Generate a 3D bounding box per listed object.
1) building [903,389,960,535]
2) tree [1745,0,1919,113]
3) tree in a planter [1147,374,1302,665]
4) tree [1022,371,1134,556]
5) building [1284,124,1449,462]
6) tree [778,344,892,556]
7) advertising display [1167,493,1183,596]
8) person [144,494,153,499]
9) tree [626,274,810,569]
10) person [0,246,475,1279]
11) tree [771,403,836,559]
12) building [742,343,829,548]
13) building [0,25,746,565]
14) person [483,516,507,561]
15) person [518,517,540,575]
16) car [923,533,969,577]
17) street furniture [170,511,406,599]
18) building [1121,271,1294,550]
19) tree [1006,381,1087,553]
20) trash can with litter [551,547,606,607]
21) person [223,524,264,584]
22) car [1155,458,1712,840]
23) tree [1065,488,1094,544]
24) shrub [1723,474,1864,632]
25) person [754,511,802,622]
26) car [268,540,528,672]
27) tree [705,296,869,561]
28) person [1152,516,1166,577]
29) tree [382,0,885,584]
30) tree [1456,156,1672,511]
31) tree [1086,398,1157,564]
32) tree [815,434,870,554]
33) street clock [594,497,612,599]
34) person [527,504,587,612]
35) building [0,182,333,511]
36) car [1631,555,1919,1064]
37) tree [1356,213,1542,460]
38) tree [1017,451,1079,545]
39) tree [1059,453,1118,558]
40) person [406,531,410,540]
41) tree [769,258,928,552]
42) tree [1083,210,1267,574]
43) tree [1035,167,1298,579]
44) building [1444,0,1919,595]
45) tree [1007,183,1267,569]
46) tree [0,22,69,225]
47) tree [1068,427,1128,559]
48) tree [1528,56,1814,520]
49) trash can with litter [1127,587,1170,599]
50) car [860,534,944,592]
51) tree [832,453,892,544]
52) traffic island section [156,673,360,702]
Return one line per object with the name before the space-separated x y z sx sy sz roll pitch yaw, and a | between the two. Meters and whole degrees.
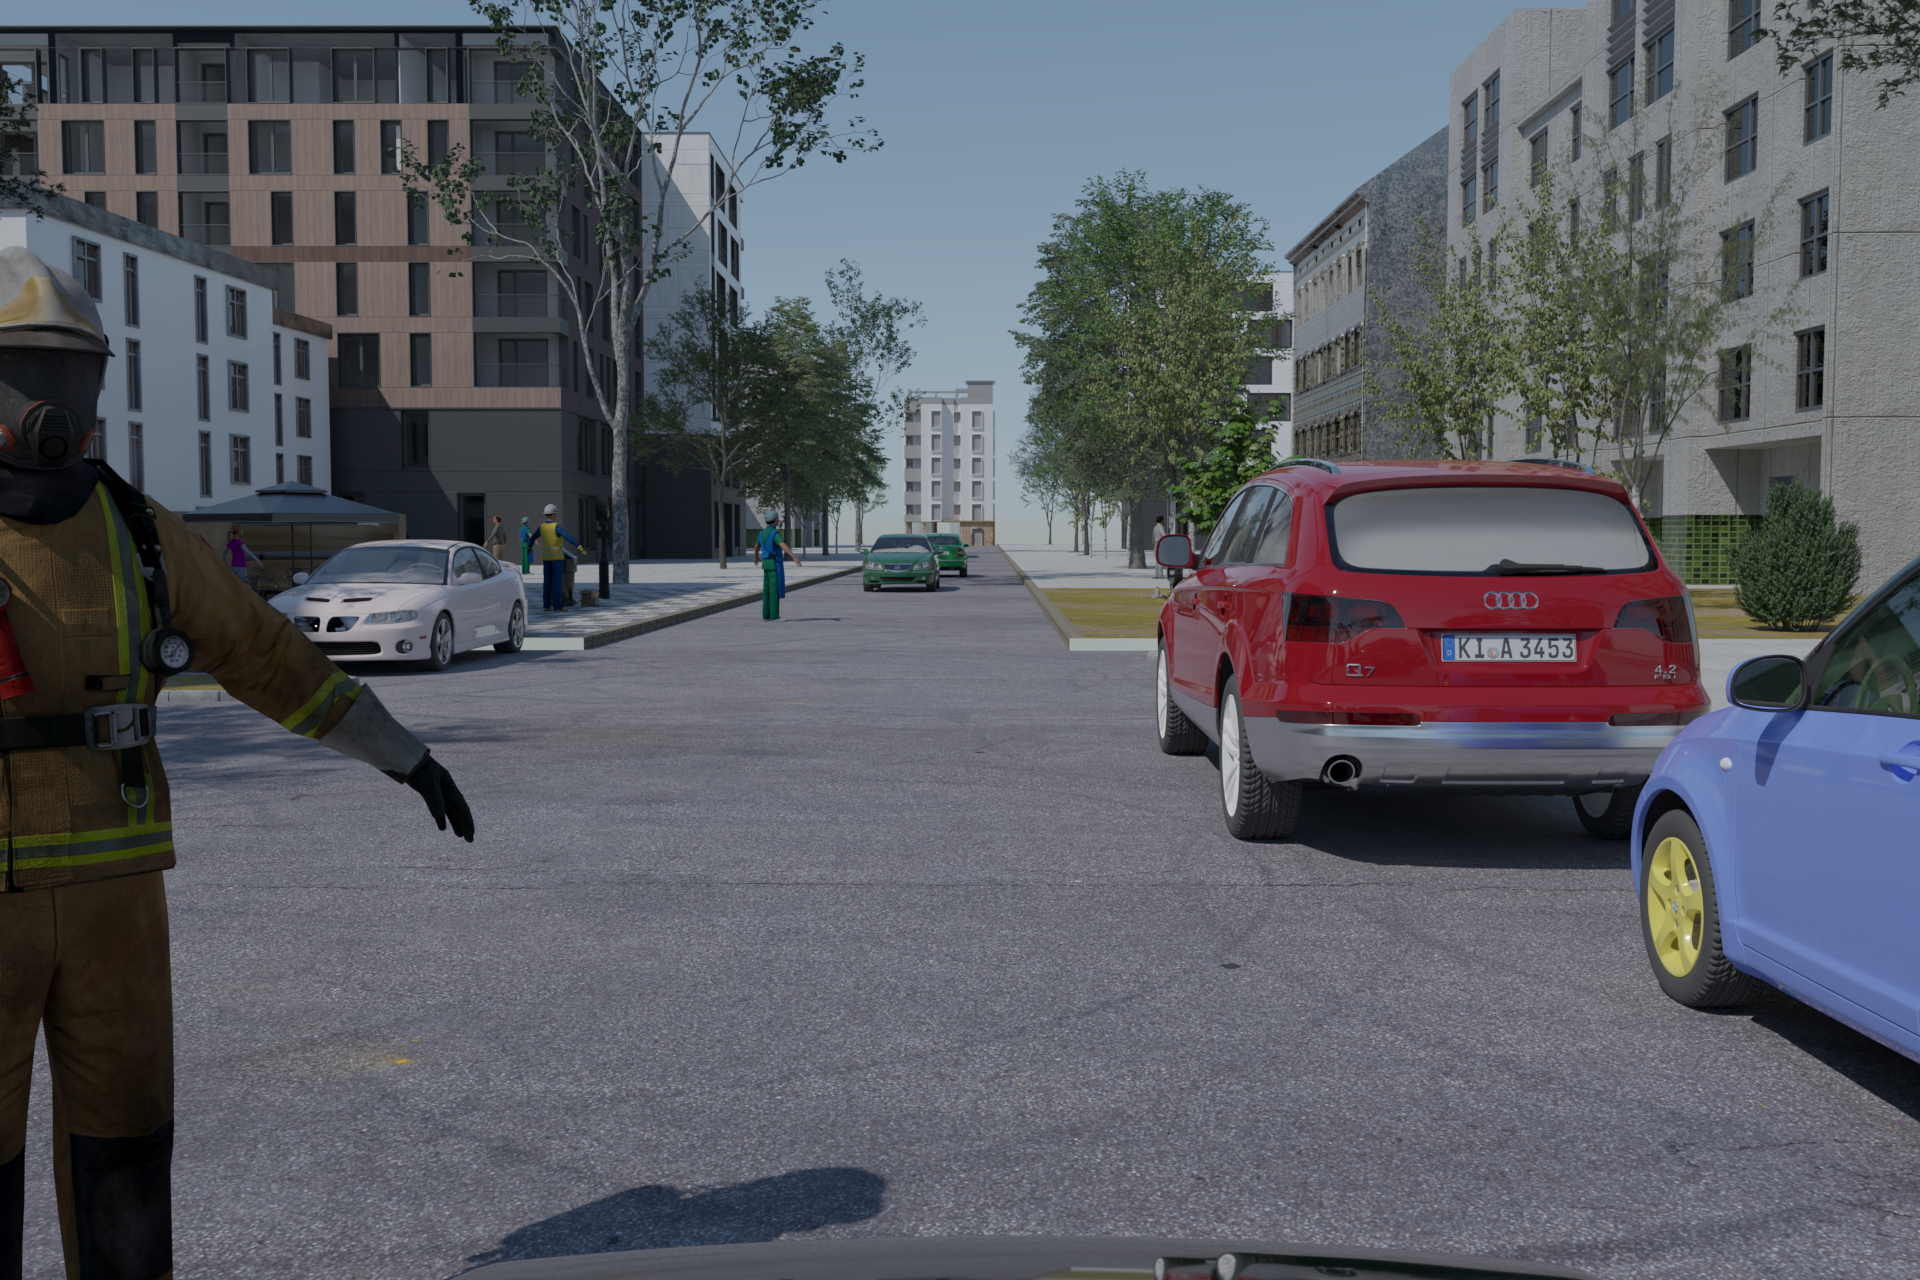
building | -6.759 -21.945 217.674 11.380 20.090 16.016 0 4 5
tree | 8.924 -4.657 10.560 7.601 10.594 8.767 -2 4 -25
tree in a planter | 3.134 -1.356 19.389 1.991 3.239 1.994 0 3 0
tree | 7.579 -10.893 103.862 9.928 11.665 9.643 0 3 0
building | 27.226 -15.546 85.112 19.493 23.208 18.063 0 4 1
tree | -7.929 -11.289 102.705 7.486 12.596 7.792 0 3 0
advertising display | 3.147 -1.231 25.334 0.123 1.923 0.974 0 4 1
person | -11.417 -1.127 24.279 0.705 1.847 1.347 0 4 7
tree | -8.979 -7.873 63.142 7.601 10.594 8.767 -3 4 -38
person | -1.390 0.343 2.612 0.705 1.858 1.354 3 5 44
tree | -8.185 -8.561 90.340 4.737 8.622 4.395 0 3 0
building | -23.161 -18.756 173.118 16.747 18.905 31.486 0 4 2
building | -26.667 -14.819 86.271 27.936 21.610 32.646 0 3 0
person | -13.117 -2.618 49.080 0.705 1.796 1.348 1 4 10
person | -13.609 -2.957 54.470 0.704 1.817 1.347 -3 4 -39
car | -0.647 -3.062 58.862 1.959 1.807 4.718 0 4 0
street furniture | -15.685 -1.887 37.702 11.010 1.723 9.812 -1 4 -13
building | 27.899 -18.784 151.087 27.936 21.610 32.646 0 4 1
tree | 8.249 -12.865 120.719 12.009 13.543 11.850 0 3 0
trash can with litter | -6.832 -1.183 30.721 1.055 1.170 0.624 0 4 2
person | -10.959 -1.050 26.436 0.991 1.433 0.599 2 4 34
car | 2.293 -0.060 9.654 2.281 1.827 5.304 0 4 1
tree | 15.284 -16.394 218.396 4.737 8.622 4.395 0 3 0
shrub | 11.028 -1.155 22.923 1.661 2.075 1.752 0 3 0
person | -3.046 -1.209 28.346 0.704 1.817 1.347 -3 4 -38
car | -6.276 -0.441 19.580 2.083 1.381 4.827 0 4 1
tree | -8.192 -10.055 82.528 7.486 12.596 7.792 0 3 0
person | 5.779 -2.666 49.781 0.705 1.806 1.347 -1 4 -16
tree | -8.337 -11.575 45.148 12.611 20.169 13.585 0 3 0
tree | 11.839 -5.100 33.746 4.737 8.622 4.395 0 3 0
tree | 7.134 -7.505 73.064 4.737 8.622 4.395 0 3 0
tree | -8.047 -9.848 111.385 4.360 8.622 3.978 0 3 0
street clock | -7.019 -1.807 34.109 0.358 2.002 0.471 0 4 0
person | -6.700 -1.359 28.691 1.216 1.772 0.721 2 4 26
building | -26.336 -6.941 55.633 9.099 9.664 28.070 0 4 2
car | 2.985 0.332 4.159 1.945 1.707 3.694 0 4 1
tree | 11.226 -5.427 39.093 4.737 8.622 4.395 0 3 0
tree | 10.903 -17.472 211.415 9.928 11.665 9.643 0 3 0
tree | 7.267 -8.836 94.832 4.737 8.622 4.395 0 3 0
person | -17.962 -3.026 55.407 0.705 1.837 1.347 1 4 17
tree | -8.290 -16.271 121.912 12.611 20.169 13.585 0 3 0
tree | 4.984 -5.396 38.593 4.737 8.622 4.395 0 3 0
tree | 6.006 -7.559 49.353 9.928 11.665 9.643 0 3 0
building | 26.833 -11.301 51.225 16.747 18.905 31.486 0 4 1
tree | 6.607 -9.586 63.391 9.857 13.997 8.962 0 3 0
tree | -12.619 -5.006 16.263 8.767 10.594 7.601 0 4 -7
tree | 7.457 -8.422 88.066 4.360 8.622 3.978 0 3 0
tree | 10.623 -4.730 27.706 4.360 8.622 3.978 0 3 0
trash can with litter | 4.196 -1.407 34.066 1.678 1.210 2.233 0 4 0
car | -1.468 -1.999 44.483 2.131 1.459 4.920 0 4 1
tree | -12.331 -17.610 213.678 9.928 11.665 9.643 0 3 0
traffic island section | -6.642 0.432 15.802 1.991 0.108 1.994 0 4 1
